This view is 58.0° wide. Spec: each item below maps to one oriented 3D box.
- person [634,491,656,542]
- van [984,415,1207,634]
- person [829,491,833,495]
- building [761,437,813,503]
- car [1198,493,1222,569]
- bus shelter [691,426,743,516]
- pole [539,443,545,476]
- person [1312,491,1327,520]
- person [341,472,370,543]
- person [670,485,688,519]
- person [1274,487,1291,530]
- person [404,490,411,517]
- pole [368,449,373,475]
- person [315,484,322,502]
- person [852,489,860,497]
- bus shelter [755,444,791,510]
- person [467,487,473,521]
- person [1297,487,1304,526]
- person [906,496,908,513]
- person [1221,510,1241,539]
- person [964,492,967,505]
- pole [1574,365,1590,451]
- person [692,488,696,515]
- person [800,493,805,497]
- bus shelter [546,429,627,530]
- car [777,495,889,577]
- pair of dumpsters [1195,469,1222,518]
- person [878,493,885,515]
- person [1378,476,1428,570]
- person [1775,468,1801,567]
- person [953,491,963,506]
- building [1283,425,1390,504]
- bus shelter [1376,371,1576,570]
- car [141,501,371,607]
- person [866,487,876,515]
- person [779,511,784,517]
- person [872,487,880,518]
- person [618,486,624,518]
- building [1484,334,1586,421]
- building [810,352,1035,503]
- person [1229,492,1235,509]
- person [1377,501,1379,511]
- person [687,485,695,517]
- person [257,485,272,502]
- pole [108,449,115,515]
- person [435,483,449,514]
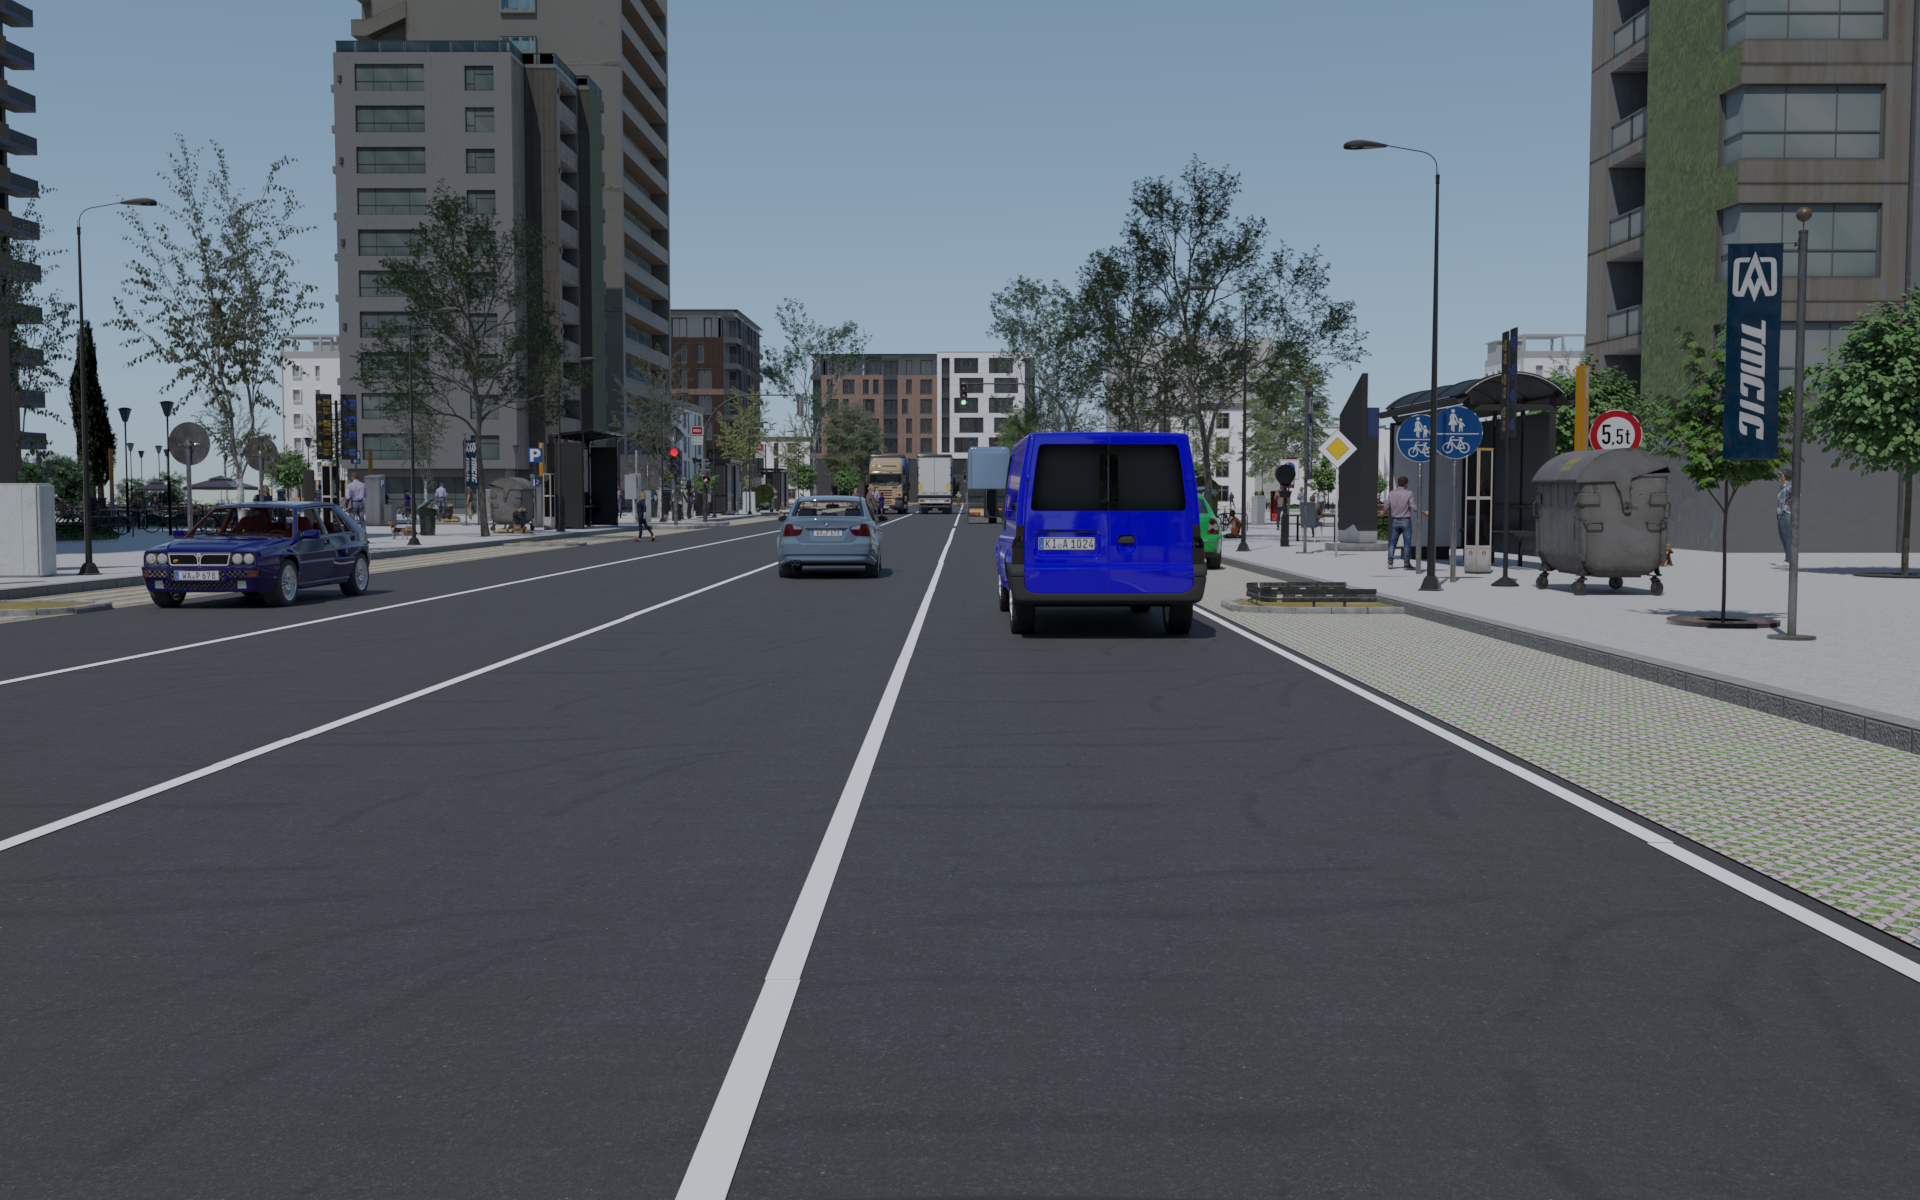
[{"bbox_3d":[-9.480,-2.506,52.020,0.613,1.512,0.480,-2,4,-31],"label":"person"},{"bbox_3d":[1.425,-0.919,19.414,2.240,2.365,5.245,0,4,-1],"label":"van"},{"bbox_3d":[-16.210,-12.925,218.282,0.541,1.710,0.530,2,4,35],"label":"person"},{"bbox_3d":[-35.813,-19.055,253.693,28.070,9.664,9.099,0,4,0],"label":"building"},{"bbox_3d":[4.111,-1.562,34.339,1.959,1.807,4.718,0,4,2],"label":"car"},{"bbox_3d":[-14.714,-7.757,104.457,2.179,5.291,8.768,0,3,0],"label":"bus shelter"},{"bbox_3d":[-16.589,-4.581,68.749,0.158,3.312,0.155,0,3,0],"label":"pole"},{"bbox_3d":[17.803,-4.819,85.558,0.841,1.734,0.376,-1,4,-13],"label":"person"},{"bbox_3d":[-15.686,-2.383,44.878,0.709,1.838,0.599,-3,5,-41],"label":"person"},{"bbox_3d":[-14.200,-4.954,87.600,0.990,1.755,0.434,-1,4,-21],"label":"person"},{"bbox_3d":[11.431,-3.348,61.305,0.617,1.759,0.750,0,4,3],"label":"person"},{"bbox_3d":[-30.649,-5.377,96.327,0.453,1.535,0.546,1,4,18],"label":"person"},{"bbox_3d":[-26.476,-5.137,77.829,0.158,3.312,0.155,0,3,0],"label":"pole"},{"bbox_3d":[-30.054,-4.568,81.459,0.841,1.734,0.376,-2,4,-26],"label":"person"},{"bbox_3d":[-6.138,-5.621,100.957,0.434,1.755,0.990,3,5,41],"label":"person"},{"bbox_3d":[-15.277,-9.996,141.069,2.179,5.291,8.768,0,4,0],"label":"bus shelter"},{"bbox_3d":[-23.783,-4.747,83.792,0.434,1.807,0.598,0,4,6],"label":"person"},{"bbox_3d":[13.866,-3.809,70.388,0.319,1.574,0.516,3,4,36],"label":"person"},{"bbox_3d":[-4.281,-7.554,134.467,0.523,1.526,0.387,0,4,-7],"label":"person"},{"bbox_3d":[7.835,-2.183,50.018,0.655,0.850,0.859,-1,4,-21],"label":"person"},{"bbox_3d":[0.764,-13.406,228.615,0.541,1.710,0.530,1,4,18],"label":"person"},{"bbox_3d":[9.897,-2.066,27.615,0.158,3.312,0.155,0,3,0],"label":"pole"},{"bbox_3d":[-16.294,-6.023,105.244,0.841,1.734,0.376,-3,5,-41],"label":"person"},{"bbox_3d":[-20.289,-13.062,222.800,0.628,1.438,0.799,2,4,32],"label":"person"},{"bbox_3d":[-14.099,-4.552,65.716,1.731,3.624,6.357,0,4,0],"label":"bus shelter"},{"bbox_3d":[-2.294,-1.166,31.069,2.014,1.417,4.499,0,4,-2],"label":"car"},{"bbox_3d":[9.473,-4.104,69.596,1.574,2.255,4.437,0,4,0],"label":"pair of dumpsters"},{"bbox_3d":[-5.317,-6.467,116.612,0.453,1.535,0.546,-3,4,-37],"label":"person"},{"bbox_3d":[7.532,-1.313,29.475,0.963,1.587,0.435,2,4,31],"label":"person"},{"bbox_3d":[14.672,-1.464,30.697,0.376,1.734,0.841,2,4,24],"label":"person"},{"bbox_3d":[-0.158,-11.859,203.125,1.217,1.736,0.721,0,4,3],"label":"person"},{"bbox_3d":[51.598,-16.680,214.869,28.070,9.664,9.099,0,4,0],"label":"building"},{"bbox_3d":[9.162,-2.287,31.316,2.014,3.302,5.546,0,4,0],"label":"bus shelter"},{"bbox_3d":[-9.370,-0.655,23.296,1.945,1.354,3.894,0,4,2],"label":"car"},{"bbox_3d":[-4.020,-4.249,78.517,0.434,1.755,0.990,-2,4,-23],"label":"person"},{"bbox_3d":[-9.403,-4.417,91.194,0.357,0.543,0.381,0,4,-5],"label":"person"},{"bbox_3d":[-5.219,-5.881,104.519,0.709,1.838,0.599,2,4,33],"label":"person"},{"bbox_3d":[-17.966,-5.136,90.837,0.655,1.722,0.431,2,4,28],"label":"person"},{"bbox_3d":[71.307,-21.666,210.658,11.380,20.091,16.016,0,4,0],"label":"building"},{"bbox_3d":[-5.412,-25.594,262.441,32.646,21.610,27.936,0,4,0],"label":"building"},{"bbox_3d":[23.529,-8.626,149.779,0.574,1.496,0.600,0,4,5],"label":"person"},{"bbox_3d":[14.111,-3.094,59.000,0.546,1.535,0.453,3,4,38],"label":"person"},{"bbox_3d":[-14.956,-5.499,96.397,0.683,1.767,0.568,3,4,37],"label":"person"},{"bbox_3d":[-17.545,-2.144,43.639,0.613,1.512,0.480,2,4,26],"label":"person"},{"bbox_3d":[-38.350,-5.166,78.300,0.158,3.312,0.155,0,3,0],"label":"pole"},{"bbox_3d":[-25.744,-4.915,86.268,0.709,1.838,0.599,1,4,15],"label":"person"}]
